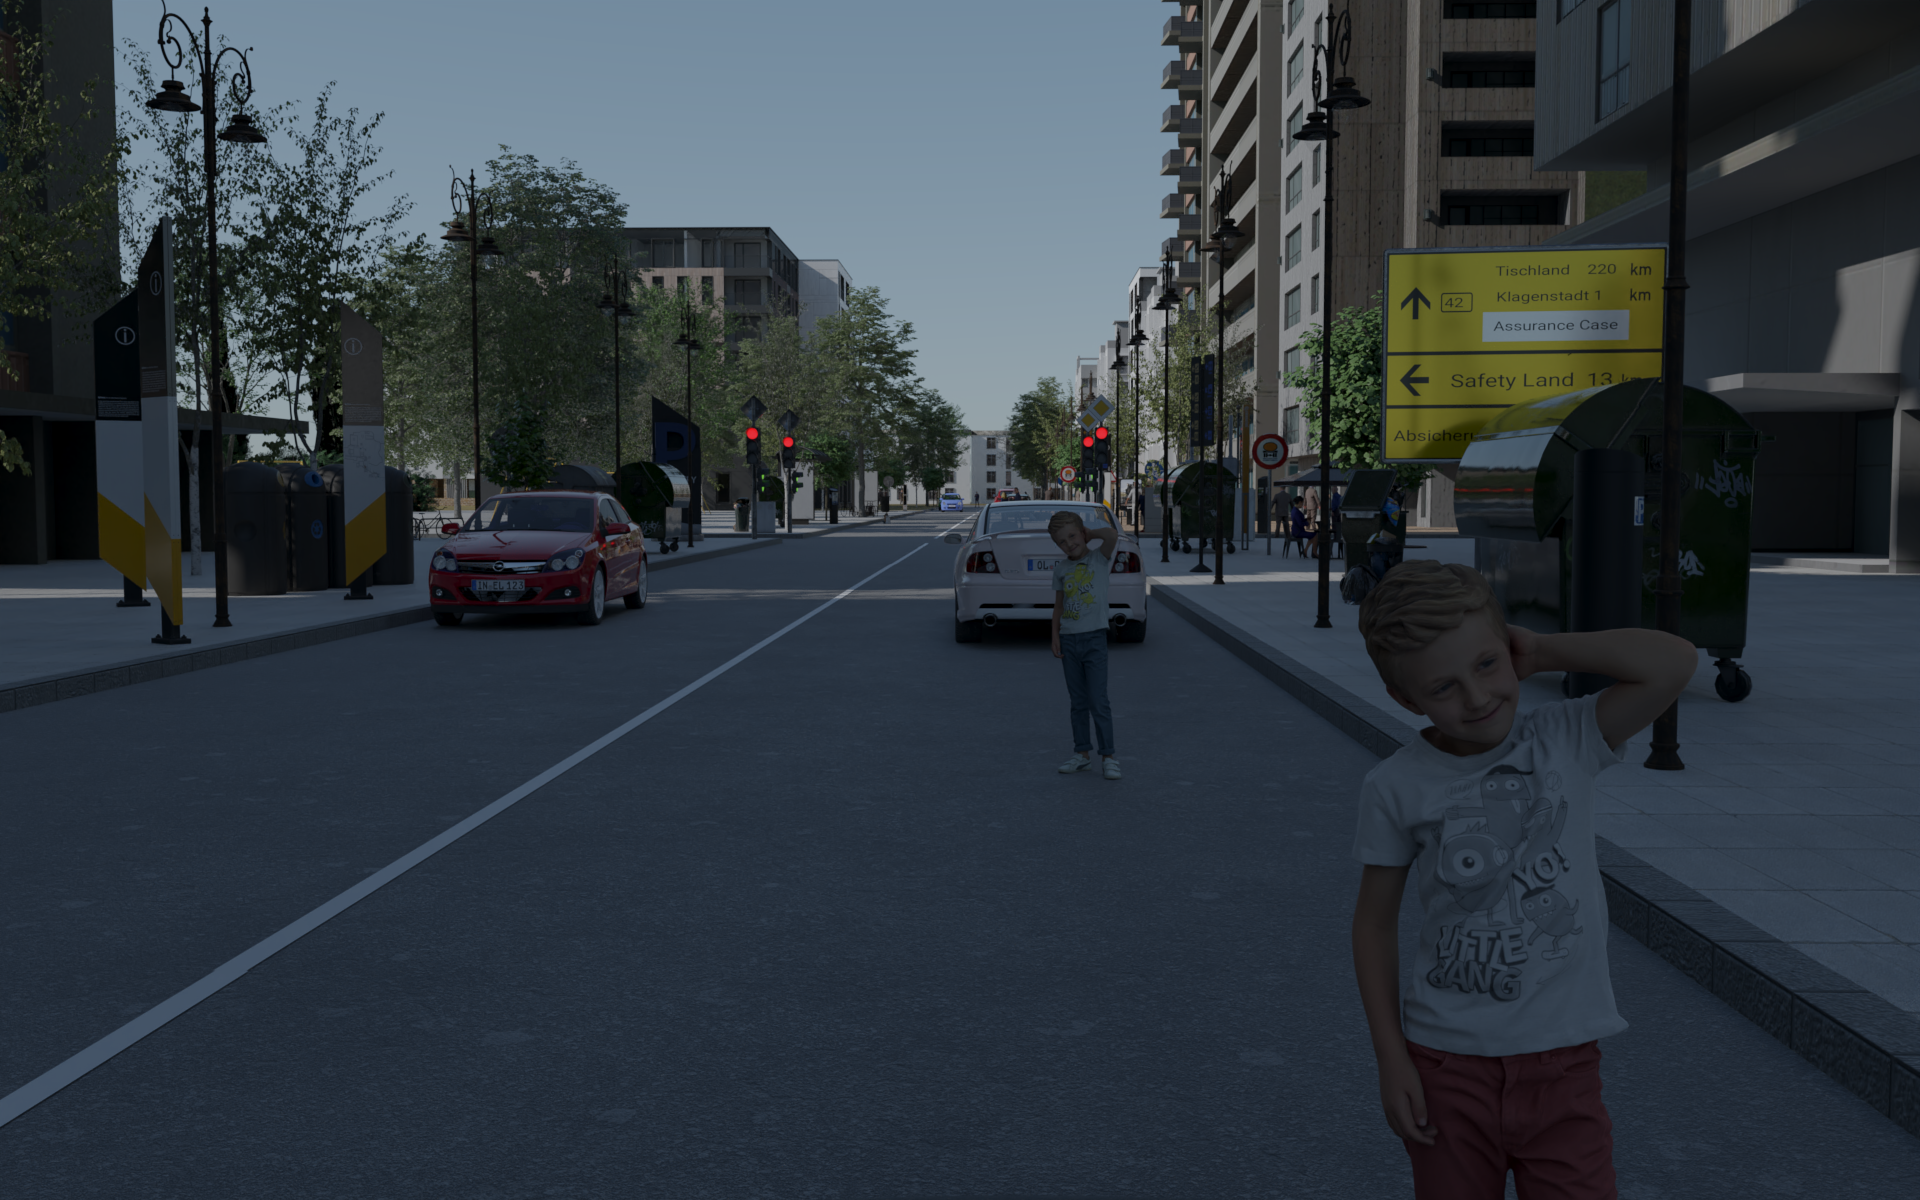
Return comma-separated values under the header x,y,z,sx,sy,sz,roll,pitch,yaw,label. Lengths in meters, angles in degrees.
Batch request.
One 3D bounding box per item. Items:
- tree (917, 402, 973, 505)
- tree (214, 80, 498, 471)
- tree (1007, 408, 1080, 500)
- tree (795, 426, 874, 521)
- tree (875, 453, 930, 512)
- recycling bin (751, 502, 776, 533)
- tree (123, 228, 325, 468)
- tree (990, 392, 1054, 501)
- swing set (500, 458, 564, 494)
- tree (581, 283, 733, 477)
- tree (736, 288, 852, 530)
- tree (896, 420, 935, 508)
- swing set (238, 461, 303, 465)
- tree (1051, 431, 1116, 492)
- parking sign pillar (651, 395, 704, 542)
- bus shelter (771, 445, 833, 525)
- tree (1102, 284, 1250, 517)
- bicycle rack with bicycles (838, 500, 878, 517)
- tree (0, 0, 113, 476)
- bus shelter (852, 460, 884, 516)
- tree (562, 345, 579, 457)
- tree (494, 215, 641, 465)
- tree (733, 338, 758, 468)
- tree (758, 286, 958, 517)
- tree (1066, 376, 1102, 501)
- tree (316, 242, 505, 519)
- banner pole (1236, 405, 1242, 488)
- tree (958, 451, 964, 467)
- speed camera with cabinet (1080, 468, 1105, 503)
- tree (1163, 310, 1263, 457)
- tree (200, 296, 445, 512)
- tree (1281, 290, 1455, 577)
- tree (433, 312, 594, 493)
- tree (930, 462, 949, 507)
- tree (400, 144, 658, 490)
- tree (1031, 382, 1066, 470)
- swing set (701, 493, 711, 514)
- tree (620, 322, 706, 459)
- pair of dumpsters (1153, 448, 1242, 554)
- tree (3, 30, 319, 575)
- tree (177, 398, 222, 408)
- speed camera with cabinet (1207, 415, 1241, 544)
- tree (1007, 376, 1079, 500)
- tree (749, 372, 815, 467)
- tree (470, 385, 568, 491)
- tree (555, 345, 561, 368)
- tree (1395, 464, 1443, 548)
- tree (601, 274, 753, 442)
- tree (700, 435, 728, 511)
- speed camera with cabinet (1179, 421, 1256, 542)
x,y,z,sx,sy,sz,roll,pitch,yaw,label
-2.246,-16.495,195.455,9.928,11.665,9.643,0,3,0,tree
-11.813,-4.977,31.734,4.737,8.622,4.395,0,3,0,tree
8.899,-15.257,183.861,8.767,10.594,7.601,-2,4,-29,tree
-6.456,-6.036,82.395,4.285,4.588,4.351,0,3,0,tree
-5.320,-8.786,127.368,4.285,4.588,4.351,0,3,0,tree
-6.490,-2.727,57.148,0.722,1.027,0.722,-1,4,-14,recycling bin
-28.548,-8.648,67.152,9.928,11.665,9.643,0,3,0,tree
8.763,-18.237,208.550,12.009,13.543,11.850,0,3,0,tree
-17.977,-4.678,74.099,2.862,2.851,3.119,2,4,26,swing set
-16.353,-10.742,93.757,7.486,12.596,7.792,0,3,0,tree
-6.101,-6.811,61.721,4.360,8.622,3.978,0,3,0,tree
-4.201,-13.022,163.278,4.360,8.622,3.978,0,3,0,tree
-32.406,-5.149,81.801,3.119,2.851,2.862,-2,4,-33,swing set
6.047,-6.252,85.941,4.285,4.588,4.351,0,3,0,tree
-7.717,-3.591,47.187,1.447,3.967,1.447,-1,4,-13,parking sign pillar
-6.760,-4.938,74.654,2.014,3.302,5.546,0,4,2,bus shelter
7.697,-6.765,60.973,4.737,8.622,4.395,0,3,0,tree
-5.712,-5.238,99.030,2.852,0.926,2.925,2,4,23,bicycle rack with bicycles
-12.730,-4.355,21.571,4.737,8.622,4.395,0,3,0,tree
-5.460,-6.688,103.269,2.014,3.302,5.546,0,4,2,bus shelter
-28.895,-12.194,117.492,7.486,12.596,7.792,0,3,0,tree
-11.468,-5.874,46.410,4.737,8.622,4.395,0,3,0,tree
-11.420,-11.733,109.957,7.486,12.596,7.792,0,3,0,tree
-5.485,-10.784,94.453,7.486,12.596,7.792,0,3,0,tree
9.299,-9.054,98.390,4.737,8.622,4.395,0,3,0,tree
-25.110,-9.783,78.072,7.486,12.596,7.792,0,3,0,tree
7.891,-3.591,48.731,0.401,3.779,0.863,-1,4,-9,banner pole
-3.259,-16.332,185.148,7.486,12.596,7.792,0,3,0,tree
4.630,-4.036,60.327,0.660,3.252,2.038,1,4,13,speed camera with cabinet
10.359,-7.293,69.605,4.360,8.622,3.978,0,3,0,tree
-43.983,-13.289,119.103,13.155,14.587,18.604,0,4,3,tree
6.551,-2.622,26.582,4.285,4.588,4.351,0,3,0,tree
-27.443,-11.476,104.645,9.611,12.733,9.660,0,3,0,tree
-2.789,-11.818,176.944,4.285,4.588,4.351,0,3,0,tree
-15.899,-9.676,64.861,9.857,13.997,8.962,0,3,0,tree
6.740,-9.751,109.785,4.737,8.622,4.395,0,3,0,tree
-17.554,-6.924,110.831,2.862,2.851,3.119,-1,4,-16,swing set
-13.096,-7.617,74.893,4.360,8.622,3.978,0,3,0,tree
5.328,-2.236,39.054,1.574,2.255,4.437,0,4,2,pair of dumpsters
-12.320,-4.695,27.118,4.360,8.622,3.978,0,3,0,tree
-44.421,-7.828,90.897,11.467,7.101,20.602,-1,4,-11,tree
6.621,-3.052,44.233,0.660,3.252,2.038,0,4,1,speed camera with cabinet
8.091,-15.197,166.590,7.486,12.596,7.792,0,3,0,tree
-10.188,-9.330,102.914,4.737,8.622,4.395,0,3,0,tree
-7.609,-2.208,30.705,1.663,3.219,1.824,0,3,0,tree
-26.179,-10.457,89.103,7.486,12.596,7.792,0,3,0,tree
10.599,-2.863,41.416,1.663,3.219,1.824,0,3,0,tree
-13.789,-9.628,83.173,9.928,11.665,9.643,0,3,0,tree
-19.360,-10.989,130.033,4.737,8.622,4.395,0,3,0,tree
6.979,-3.223,47.034,2.038,3.252,0.660,0,4,6,speed camera with cabinet
